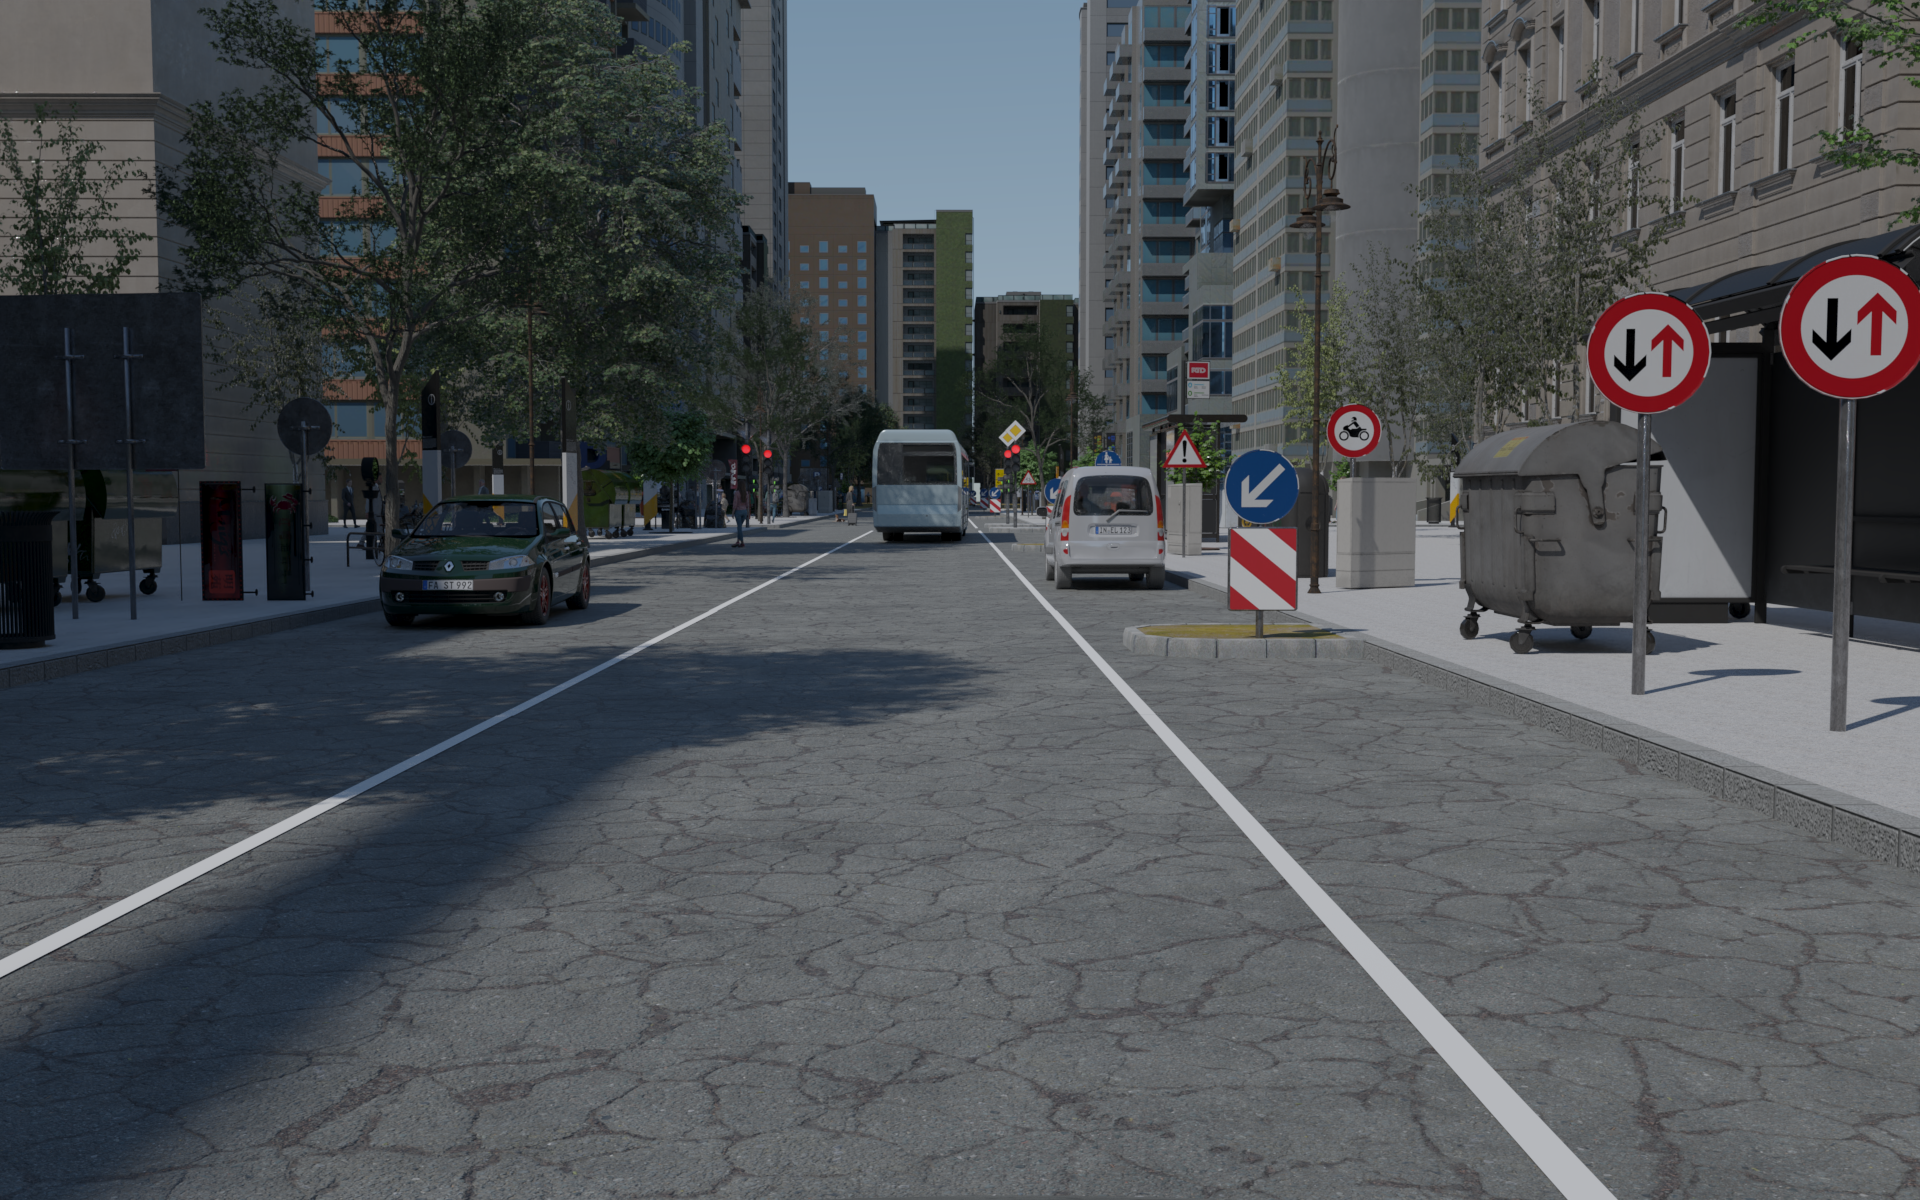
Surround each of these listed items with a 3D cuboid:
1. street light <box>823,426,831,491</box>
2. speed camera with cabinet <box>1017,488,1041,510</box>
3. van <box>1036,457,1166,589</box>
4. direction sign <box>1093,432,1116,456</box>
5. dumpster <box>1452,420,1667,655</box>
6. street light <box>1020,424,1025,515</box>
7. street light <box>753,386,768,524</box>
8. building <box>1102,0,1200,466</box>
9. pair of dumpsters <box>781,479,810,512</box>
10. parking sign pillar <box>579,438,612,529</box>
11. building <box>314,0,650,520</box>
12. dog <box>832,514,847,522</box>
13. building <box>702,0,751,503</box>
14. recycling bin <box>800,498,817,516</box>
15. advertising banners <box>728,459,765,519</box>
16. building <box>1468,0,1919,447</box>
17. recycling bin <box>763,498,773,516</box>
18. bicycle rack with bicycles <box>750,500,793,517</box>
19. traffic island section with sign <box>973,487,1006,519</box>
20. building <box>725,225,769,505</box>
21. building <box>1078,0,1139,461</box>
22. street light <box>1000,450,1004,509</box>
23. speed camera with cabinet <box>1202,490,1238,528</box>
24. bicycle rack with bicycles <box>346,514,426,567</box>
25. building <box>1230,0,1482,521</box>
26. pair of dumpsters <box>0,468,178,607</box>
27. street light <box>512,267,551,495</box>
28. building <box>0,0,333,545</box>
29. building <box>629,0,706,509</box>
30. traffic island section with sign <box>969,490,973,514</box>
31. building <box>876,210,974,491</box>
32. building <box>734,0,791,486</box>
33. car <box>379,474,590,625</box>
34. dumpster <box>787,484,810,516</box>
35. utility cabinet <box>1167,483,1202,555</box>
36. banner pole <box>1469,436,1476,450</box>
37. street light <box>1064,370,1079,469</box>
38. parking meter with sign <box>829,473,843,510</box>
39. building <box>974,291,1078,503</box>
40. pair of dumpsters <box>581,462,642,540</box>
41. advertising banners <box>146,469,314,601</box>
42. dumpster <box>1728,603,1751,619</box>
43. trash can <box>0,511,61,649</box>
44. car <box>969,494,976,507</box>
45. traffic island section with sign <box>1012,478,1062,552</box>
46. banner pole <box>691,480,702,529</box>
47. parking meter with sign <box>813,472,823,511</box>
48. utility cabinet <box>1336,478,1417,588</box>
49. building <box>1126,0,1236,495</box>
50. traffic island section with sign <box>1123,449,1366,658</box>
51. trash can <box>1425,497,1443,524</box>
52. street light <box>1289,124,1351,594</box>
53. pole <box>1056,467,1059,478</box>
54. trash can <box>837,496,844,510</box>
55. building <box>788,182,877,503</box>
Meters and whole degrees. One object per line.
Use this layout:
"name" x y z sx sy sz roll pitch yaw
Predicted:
"street light" -8.950 -8.830 117.164 0.468 5.910 1.993 0 4 0
"speed camera with cabinet" 5.489 -8.789 138.035 2.038 3.252 0.660 -2 4 -29
"van" 2.242 -1.248 27.418 2.013 2.044 4.112 0 4 0
"direction sign" 5.311 -4.393 63.825 0.876 3.537 0.379 -1 4 -17
"dumpster" 5.003 -0.535 14.512 1.264 1.857 1.865 0 4 -1
"street light" 3.843 -8.184 106.590 0.468 5.910 1.993 0 4 0
"street light" -8.551 -6.212 74.360 0.468 5.910 1.993 0 4 0
"building" 25.826 -33.662 169.982 23.786 49.044 30.456 0 4 0
"pair of dumpsters" -10.201 -6.418 107.420 1.574 2.255 4.437 0 4 -1
"parking sign pillar" -13.728 -4.654 64.561 1.447 3.967 1.447 -2 4 -34
"building" -29.710 -27.085 97.471 22.147 44.769 28.867 0 4 0
"dog" -6.144 -4.187 88.651 0.748 0.427 0.550 2 4 33
"building" -35.089 -35.074 162.697 28.713 52.752 27.495 0 4 0
"recycling bin" -9.027 -5.546 103.238 0.722 1.027 0.722 3 4 37
"advertising banners" -10.786 -5.584 87.482 2.074 3.025 0.090 -3 4 -37
"building" 21.927 -14.975 42.105 12.463 27.353 25.104 0 4 0
"recycling bin" -11.260 -5.401 100.855 0.722 1.027 0.722 2 4 33
"bicycle rack with bicycles" -10.843 -5.212 98.593 2.925 0.926 2.852 -2 4 -34
"traffic island section with sign" 1.872 -5.504 98.611 1.989 1.847 2.006 0 4 0
"building" -28.060 -25.256 184.632 14.160 30.474 14.107 0 4 0
"building" 24.191 -40.196 199.201 21.231 58.520 28.212 0 4 0
"street light" 3.538 -10.760 148.710 0.468 5.910 1.993 0 4 0
"speed camera with cabinet" 9.729 -4.303 64.685 2.038 3.252 0.660 -1 4 -21
"bicycle rack with bicycles" -9.576 -1.064 30.780 2.925 0.926 2.852 3 5 44
"building" 28.581 -24.792 97.236 23.993 40.220 32.217 0 4 0
"pair of dumpsters" -10.721 -1.068 19.962 1.574 2.255 4.437 0 4 0
"street light" -8.271 -3.708 33.409 0.468 5.910 1.993 0 4 0
"building" -32.105 -15.360 48.398 25.104 27.353 12.463 0 4 0
"building" -32.193 -36.178 133.504 21.231 58.520 28.212 0 4 0
"traffic island section with sign" 1.640 -7.204 126.420 1.989 1.847 2.006 0 4 0
"building" -5.108 -34.687 250.734 14.086 41.232 14.154 0 4 0
"building" -31.147 -46.761 202.801 20.611 71.187 20.563 0 4 0
"car" -5.439 -0.634 20.151 2.009 1.686 4.222 0 4 -2
"dumpster" -9.475 -5.834 101.138 1.264 1.857 1.865 0 4 -1
"utility cabinet" 4.719 -1.702 36.504 0.318 1.500 1.173 -1 4 -15
"banner pole" 21.984 -5.149 74.196 0.401 3.779 0.863 -2 4 -26
"street light" 4.171 -5.626 64.776 0.468 5.910 1.993 0 4 0
"parking meter with sign" -10.630 -9.023 143.785 1.738 3.016 0.543 1 4 18
"building" 8.996 -29.265 250.180 14.107 30.474 14.160 0 4 0
"pair of dumpsters" -10.437 -2.946 50.656 1.574 2.255 4.437 0 4 0
"advertising banners" -8.835 -1.502 20.743 2.074 3.025 0.090 0 4 -2
"dumpster" 7.466 -0.981 18.534 1.502 2.255 1.985 0 4 -1
"trash can" -7.921 -0.173 14.480 0.748 1.137 0.748 0 3 0
"car" 0.847 -11.310 195.137 2.015 1.641 3.980 0 4 -2
"traffic island section with sign" 2.320 -2.159 43.932 1.989 1.847 2.006 0 4 0
"banner pole" -9.615 -4.489 63.419 0.401 3.779 0.863 0 4 6
"parking meter with sign" -11.021 -8.509 135.384 0.543 3.016 1.738 -1 4 -16
"utility cabinet" 5.664 -0.912 23.593 1.173 1.500 0.318 -2 4 -30
"building" 25.627 -50.109 131.955 22.319 86.520 31.000 0 4 0
"traffic island section with sign" 2.555 -0.455 16.075 1.989 1.847 2.006 0 4 0
"trash can" 20.359 -3.837 74.391 0.748 1.137 0.748 0 3 0
"street light" 4.577 -3.022 22.192 0.468 5.910 1.993 0 4 0
"pole" 7.212 -8.221 128.252 0.158 3.312 0.155 0 3 0
"trash can" -9.640 -7.793 139.072 0.748 1.137 0.748 0 3 0
"building" -19.256 -36.764 251.207 14.200 45.320 14.600 0 4 0
